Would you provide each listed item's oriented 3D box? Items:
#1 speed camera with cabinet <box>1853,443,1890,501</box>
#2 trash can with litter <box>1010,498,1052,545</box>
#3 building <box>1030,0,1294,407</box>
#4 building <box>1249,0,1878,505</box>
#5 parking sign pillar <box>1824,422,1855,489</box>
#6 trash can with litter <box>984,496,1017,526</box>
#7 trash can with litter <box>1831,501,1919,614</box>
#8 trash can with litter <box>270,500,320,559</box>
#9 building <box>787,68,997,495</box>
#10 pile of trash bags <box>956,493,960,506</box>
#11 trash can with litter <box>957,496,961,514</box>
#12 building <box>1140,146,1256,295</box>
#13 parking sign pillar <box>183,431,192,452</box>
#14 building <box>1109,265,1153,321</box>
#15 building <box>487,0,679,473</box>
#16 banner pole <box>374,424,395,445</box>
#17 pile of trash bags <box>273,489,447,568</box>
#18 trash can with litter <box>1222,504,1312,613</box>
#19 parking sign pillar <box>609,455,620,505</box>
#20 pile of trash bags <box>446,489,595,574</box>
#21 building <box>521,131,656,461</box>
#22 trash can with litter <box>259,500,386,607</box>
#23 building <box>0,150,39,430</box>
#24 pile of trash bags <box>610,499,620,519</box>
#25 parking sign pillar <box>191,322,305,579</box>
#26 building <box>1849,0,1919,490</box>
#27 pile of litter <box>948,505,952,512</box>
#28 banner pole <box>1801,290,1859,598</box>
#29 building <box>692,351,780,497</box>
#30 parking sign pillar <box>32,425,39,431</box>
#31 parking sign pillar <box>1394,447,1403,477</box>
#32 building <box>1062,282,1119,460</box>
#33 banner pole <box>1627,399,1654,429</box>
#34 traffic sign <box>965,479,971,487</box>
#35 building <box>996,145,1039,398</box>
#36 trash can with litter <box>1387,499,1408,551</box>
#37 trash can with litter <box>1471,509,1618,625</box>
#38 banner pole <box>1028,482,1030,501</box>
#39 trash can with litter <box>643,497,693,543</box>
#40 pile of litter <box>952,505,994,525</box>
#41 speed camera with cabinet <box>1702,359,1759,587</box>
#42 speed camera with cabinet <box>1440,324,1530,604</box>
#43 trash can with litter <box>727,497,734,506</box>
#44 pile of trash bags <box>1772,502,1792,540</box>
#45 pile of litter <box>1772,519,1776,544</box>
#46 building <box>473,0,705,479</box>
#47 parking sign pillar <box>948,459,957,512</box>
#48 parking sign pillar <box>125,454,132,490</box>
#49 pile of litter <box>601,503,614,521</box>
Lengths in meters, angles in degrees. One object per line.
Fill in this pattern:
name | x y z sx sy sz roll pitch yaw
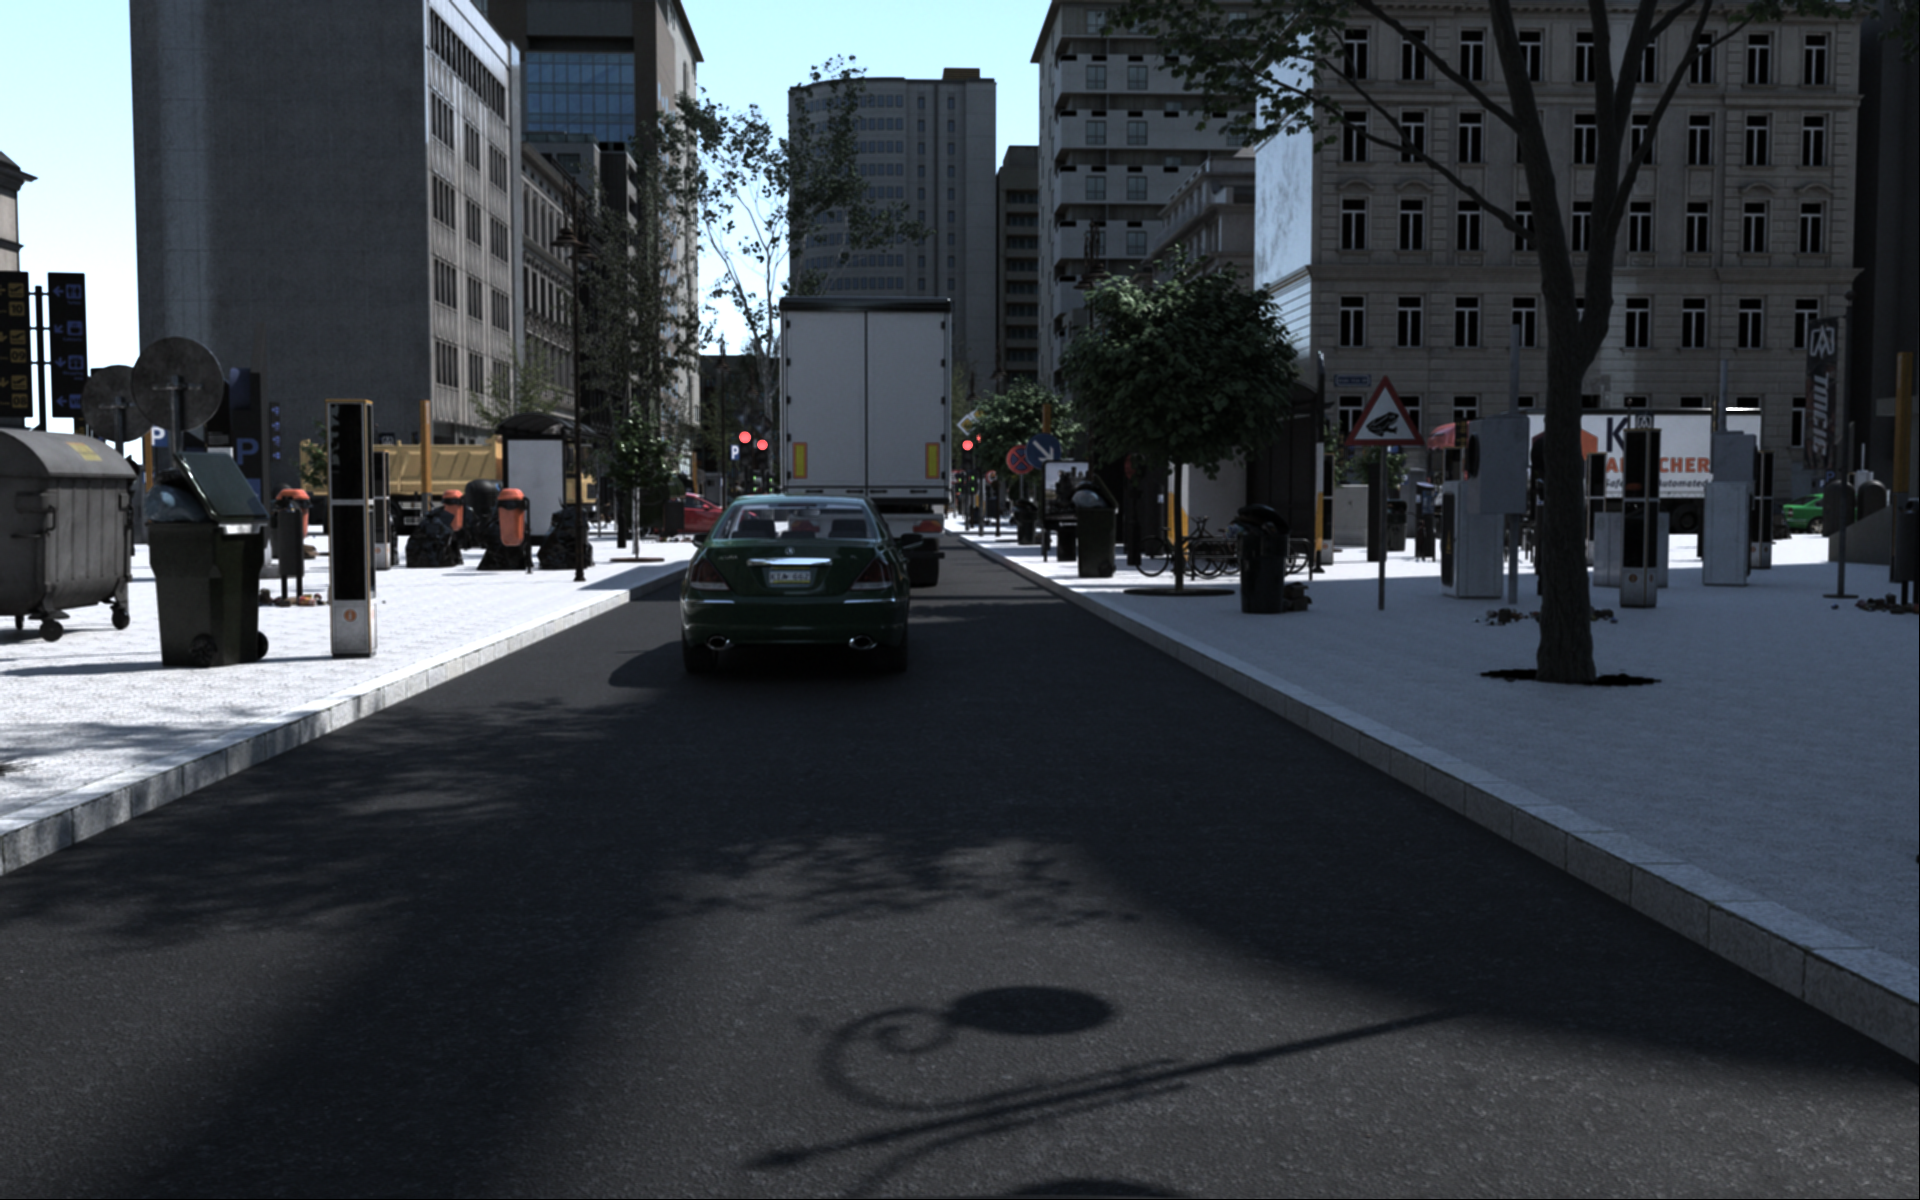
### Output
speed camera with cabinet | 35.950 -4.475 67.503 2.038 3.252 0.660 2 4 35
trash can with litter | 1.808 -1.977 43.712 0.624 1.170 1.055 3 5 45
building | 22.858 -36.332 183.269 28.713 52.752 27.495 0 4 -3
building | 26.991 -17.359 81.076 25.104 27.353 12.463 0 4 -3
parking sign pillar | 32.607 -4.635 64.255 1.447 3.967 1.447 -3 4 -37
trash can with litter | 1.681 -3.607 70.026 2.233 1.210 1.678 -3 4 -38
trash can with litter | 10.557 -0.497 19.176 1.678 1.210 2.233 1 4 16
trash can with litter | -13.183 -1.401 34.296 1.055 1.170 0.624 1 4 16
building | -9.637 -42.840 242.425 28.212 58.520 21.231 0 4 -3
pile of trash bags | 0.679 -6.665 118.726 1.912 1.369 3.447 -3 4 -37
trash can with litter | 0.172 -5.999 109.471 0.624 1.170 1.055 -1 4 -8
building | 19.314 -16.099 105.026 13.314 21.916 24.055 0 4 -3
parking sign pillar | -31.487 -5.103 71.913 1.447 3.967 1.447 -2 4 -30
building | 16.692 -16.052 127.071 10.561 19.102 19.286 0 4 -3
building | -33.133 -30.909 155.475 14.600 45.320 14.200 0 4 -3
banner pole | -20.648 -4.407 62.072 0.863 3.779 0.401 -1 4 -22
pile of trash bags | -10.583 -1.297 30.951 3.447 1.369 1.912 0 4 6
trash can with litter | 3.381 -0.460 18.905 0.624 1.170 1.055 3 5 40
parking sign pillar | -19.767 -6.835 100.219 1.447 3.967 1.447 -3 5 -44
pile of trash bags | -7.280 -1.199 29.354 1.912 1.369 3.447 0 4 -3
building | -32.852 -22.630 141.700 14.160 30.474 14.107 0 4 -3
trash can with litter | -7.927 -0.574 20.449 1.678 1.210 2.233 -3 5 -40
building | -53.076 -12.980 76.858 19.286 19.102 10.561 0 4 -3
pile of trash bags | -15.924 -4.720 86.931 3.447 1.369 1.912 -3 5 -43
parking sign pillar | -10.862 -2.328 26.540 1.447 3.967 1.447 -1 4 -17
building | 52.284 -17.697 82.845 24.014 27.812 14.314 0 4 -3
pile of litter | -0.869 -6.641 122.545 1.719 0.858 1.176 0 4 -6
banner pole | 10.839 -1.930 21.579 0.401 3.779 0.863 -1 4 -21
building | -38.764 -24.493 245.505 28.899 21.520 27.650 0 4 -3
parking sign pillar | -35.450 -4.721 65.661 1.447 3.967 1.447 2 4 26
parking sign pillar | 17.070 -4.936 69.178 1.447 3.967 1.447 -2 4 -32
building | 24.540 -19.027 156.127 27.650 21.520 28.899 0 4 -3
banner pole | 17.871 -3.407 45.723 0.863 3.779 0.401 1 4 9
traffic sign | 0.625 -8.070 132.048 0.768 2.556 0.104 0 4 3
building | 15.291 -37.926 243.795 21.600 48.544 21.300 0 4 -3
trash can with litter | 9.790 -1.699 39.161 0.624 1.170 1.055 1 4 12
trash can with litter | 5.921 -0.409 17.750 2.233 1.210 1.678 -3 4 -38
banner pole | 2.572 -4.385 61.708 0.401 3.779 0.863 -2 4 -31
trash can with litter | -7.239 -2.146 46.145 2.233 1.210 1.678 0 4 1
pile of litter | 0.731 -3.629 73.302 1.176 0.858 1.719 -2 4 -32
speed camera with cabinet | 11.079 -1.866 24.846 0.660 3.252 2.038 2 4 27
speed camera with cabinet | 6.334 -1.630 20.983 0.660 3.252 2.038 0 4 4
trash can with litter | -10.134 -4.056 77.708 1.055 1.170 0.624 3 5 43
pile of trash bags | 22.278 -2.403 49.042 1.912 1.369 3.447 3 4 39
pile of litter | 20.576 -1.892 44.901 1.176 0.858 1.719 3 4 36
building | -41.692 -36.186 180.886 27.495 52.752 28.713 0 4 -3
parking sign pillar | -0.930 -8.506 127.550 1.447 3.967 1.447 -2 4 -24
parking sign pillar | -56.192 -7.810 116.166 1.447 3.967 1.447 2 4 27
pile of litter | -17.272 -4.260 83.623 1.176 0.858 1.719 -1 4 -10
